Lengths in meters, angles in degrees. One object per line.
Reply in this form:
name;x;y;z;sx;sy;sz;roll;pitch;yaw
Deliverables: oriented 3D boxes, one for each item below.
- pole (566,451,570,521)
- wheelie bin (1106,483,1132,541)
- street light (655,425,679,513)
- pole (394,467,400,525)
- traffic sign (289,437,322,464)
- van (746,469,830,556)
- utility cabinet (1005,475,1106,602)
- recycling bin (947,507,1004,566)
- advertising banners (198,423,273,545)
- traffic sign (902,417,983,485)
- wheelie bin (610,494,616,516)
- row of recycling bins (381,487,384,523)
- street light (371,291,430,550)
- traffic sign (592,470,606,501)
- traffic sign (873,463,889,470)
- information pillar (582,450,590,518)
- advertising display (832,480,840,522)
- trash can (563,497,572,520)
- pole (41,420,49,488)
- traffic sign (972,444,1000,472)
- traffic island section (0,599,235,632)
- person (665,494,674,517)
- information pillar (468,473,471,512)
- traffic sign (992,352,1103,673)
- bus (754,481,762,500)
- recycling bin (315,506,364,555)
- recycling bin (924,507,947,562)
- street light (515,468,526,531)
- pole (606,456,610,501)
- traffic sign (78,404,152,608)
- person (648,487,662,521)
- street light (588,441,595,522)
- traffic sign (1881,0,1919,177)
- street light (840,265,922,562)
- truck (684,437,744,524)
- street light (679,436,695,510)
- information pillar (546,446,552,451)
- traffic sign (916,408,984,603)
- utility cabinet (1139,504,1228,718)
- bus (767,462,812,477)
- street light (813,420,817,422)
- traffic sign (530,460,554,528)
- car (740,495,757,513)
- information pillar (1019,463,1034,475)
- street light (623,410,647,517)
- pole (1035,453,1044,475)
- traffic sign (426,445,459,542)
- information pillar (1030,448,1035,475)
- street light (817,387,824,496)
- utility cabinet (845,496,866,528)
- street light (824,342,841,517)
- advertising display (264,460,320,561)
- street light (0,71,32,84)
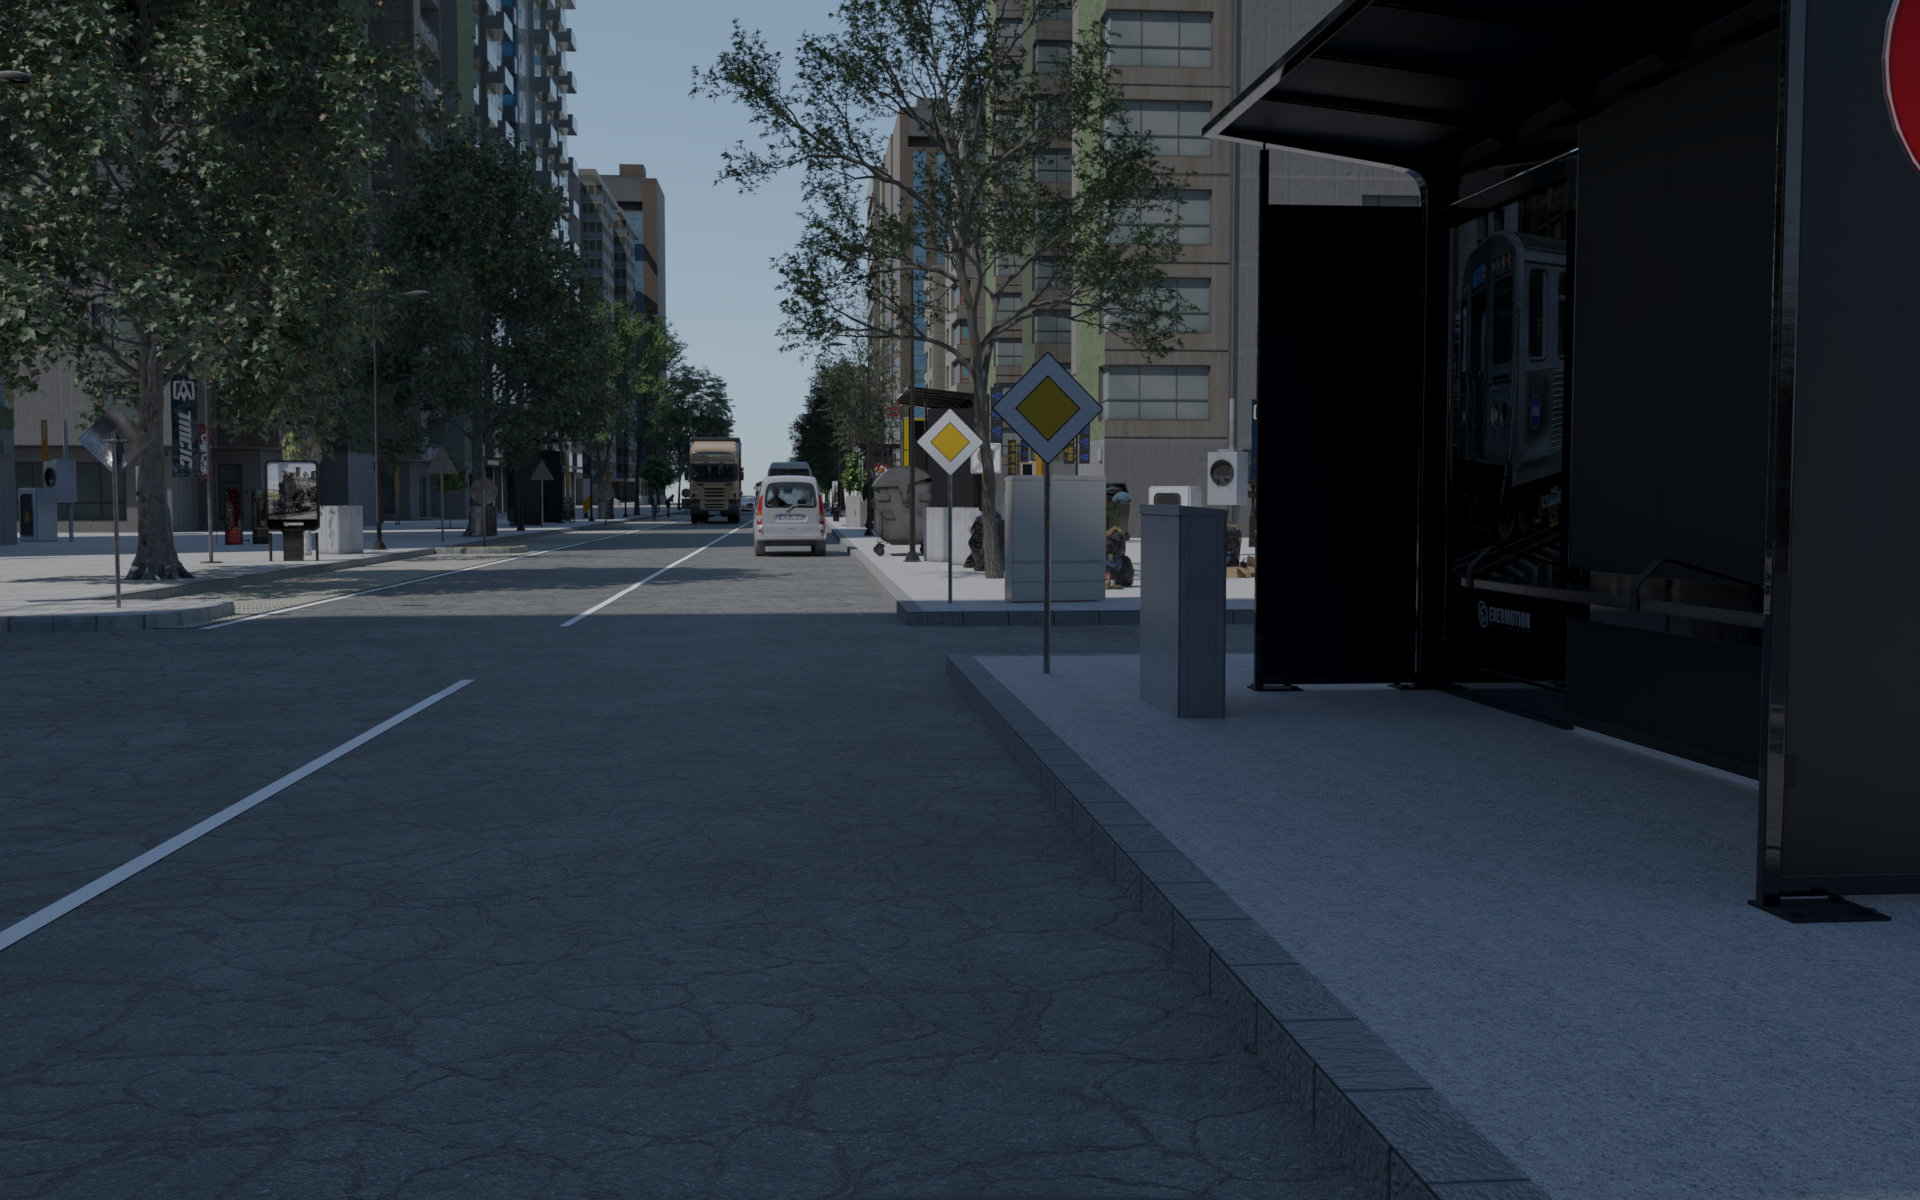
pole;-18.688;-5.423;82.509;0.158;3.312;0.155;0;3;0
wheelie bin;4.265;-2.414;47.372;0.980;1.594;0.693;3;4;36
street light;-19.960;-8.828;116.871;1.470;5.913;1.316;0;4;-5
pole;-23.337;-4.766;71.769;0.158;3.312;0.155;0;3;0
traffic sign;-14.662;-2.366;38.786;0.768;2.556;0.104;0;4;2
van;-4.085;-2.095;41.265;2.013;2.044;4.112;0;4;-7
utility cabinet;1.132;-0.730;20.619;1.173;1.500;0.318;-1;4;-17
recycling bin;0.308;-1.145;31.280;0.722;1.027;0.722;3;4;36
advertising banners;-18.306;-2.903;43.655;0.090;3.025;2.074;2;4;34
traffic sign;-0.390;-3.170;45.696;2.265;3.308;0.079;0;4;3
wheelie bin;-19.072;-5.247;93.691;0.980;1.594;0.693;1;4;8
row of recycling bins;-25.918;-4.229;76.254;1.069;1.692;3.534;-1;4;-15
street light;-12.797;-4.105;39.656;1.470;5.913;1.316;0;4;-5
traffic sign;-19.404;-5.681;92.885;0.884;2.594;0.081;0;4;2
traffic sign;-3.243;-4.352;71.264;0.768;2.556;0.104;0;4;4
information pillar;-19.896;-6.177;92.352;0.504;3.616;0.183;-2;4;-35
advertising display;-5.779;-4.620;80.744;0.123;1.923;0.974;-1;4;-20
trash can;-19.523;-4.527;85.663;0.748;1.137;0.748;0;3;0
pole;-25.101;-3.285;47.561;0.158;3.312;0.155;0;3;0
traffic sign;0.526;-2.011;35.007;0.606;2.300;0.079;0;4;1
traffic island section;-9.497;0.170;19.506;2.009;0.180;2.903;0;4;-5
person;-17.762;-5.767;106.021;0.421;1.427;0.697;2;4;34
information pillar;-16.613;-3.352;59.296;0.304;2.012;0.304;1;4;14
traffic sign;0.618;-0.532;12.338;0.795;2.450;0.064;0;4;-5
bus;-26.856;-14.953;239.341;2.948;3.499;13.247;0;4;-5
recycling bin;-13.327;-1.506;37.177;0.722;1.027;0.722;2;4;27
recycling bin;-0.218;-1.246;32.919;0.722;1.027;0.722;-2;4;-31
street light;-14.772;-5.365;60.258;1.470;5.913;1.316;0;4;-5
pole;-18.712;-6.007;92.060;0.158;3.312;0.155;0;3;0
traffic sign;-9.474;-0.967;19.447;0.795;2.450;0.064;0;4;-5
person;-16.123;-5.045;91.335;0.721;1.781;0.623;3;4;36
street light;-16.708;-6.630;80.940;1.470;5.913;1.316;0;4;-5
traffic sign;2.269;-0.215;3.627;0.768;2.556;0.104;0;4;1
street light;-1.438;-3.671;32.562;1.470;5.913;1.316;0;4;-5
truck;-12.336;-6.043;87.710;2.839;4.237;11.283;0;4;-7
street light;-21.812;-10.115;137.916;1.470;5.913;1.316;0;4;-5
information pillar;-19.770;-5.613;83.122;0.504;3.616;0.183;-1;4;-17
traffic sign;-0.118;-1.018;20.289;0.795;2.450;0.064;0;4;-5
utility cabinet;1.333;0.048;10.384;0.306;1.237;1.020;0;4;-7
bus;-10.457;-6.785;105.787;2.948;3.499;13.247;0;4;-6
street light;-7.152;-7.494;95.071;1.470;5.913;1.316;0;4;-5
traffic sign;-15.853;-4.018;65.694;0.884;2.594;0.081;0;4;1
car;-15.115;-6.696;121.842;2.083;1.381;4.827;0;4;-6
information pillar;1.558;-2.205;40.538;0.304;2.012;0.304;0;4;-5
street light;-18.039;-7.558;96.112;1.470;5.913;1.316;0;4;-5
pole;1.550;-2.407;33.199;0.158;3.312;0.155;0;3;0
traffic sign;-13.733;-2.808;45.920;0.884;2.594;0.081;0;4;4
information pillar;2.025;-3.202;43.708;0.504;3.616;0.183;-1;4;-19
street light;-5.299;-6.239;74.543;1.470;5.913;1.316;0;4;-5
utility cabinet;-4.025;-3.407;66.863;0.306;1.237;1.020;-3;4;-37
street light;-3.345;-4.926;53.085;1.470;5.913;1.316;0;4;-5
advertising display;-12.733;-1.703;33.054;0.974;1.923;0.123;0;4;-8
street light;-10.894;-2.850;19.134;1.470;5.913;1.316;0;4;-5
